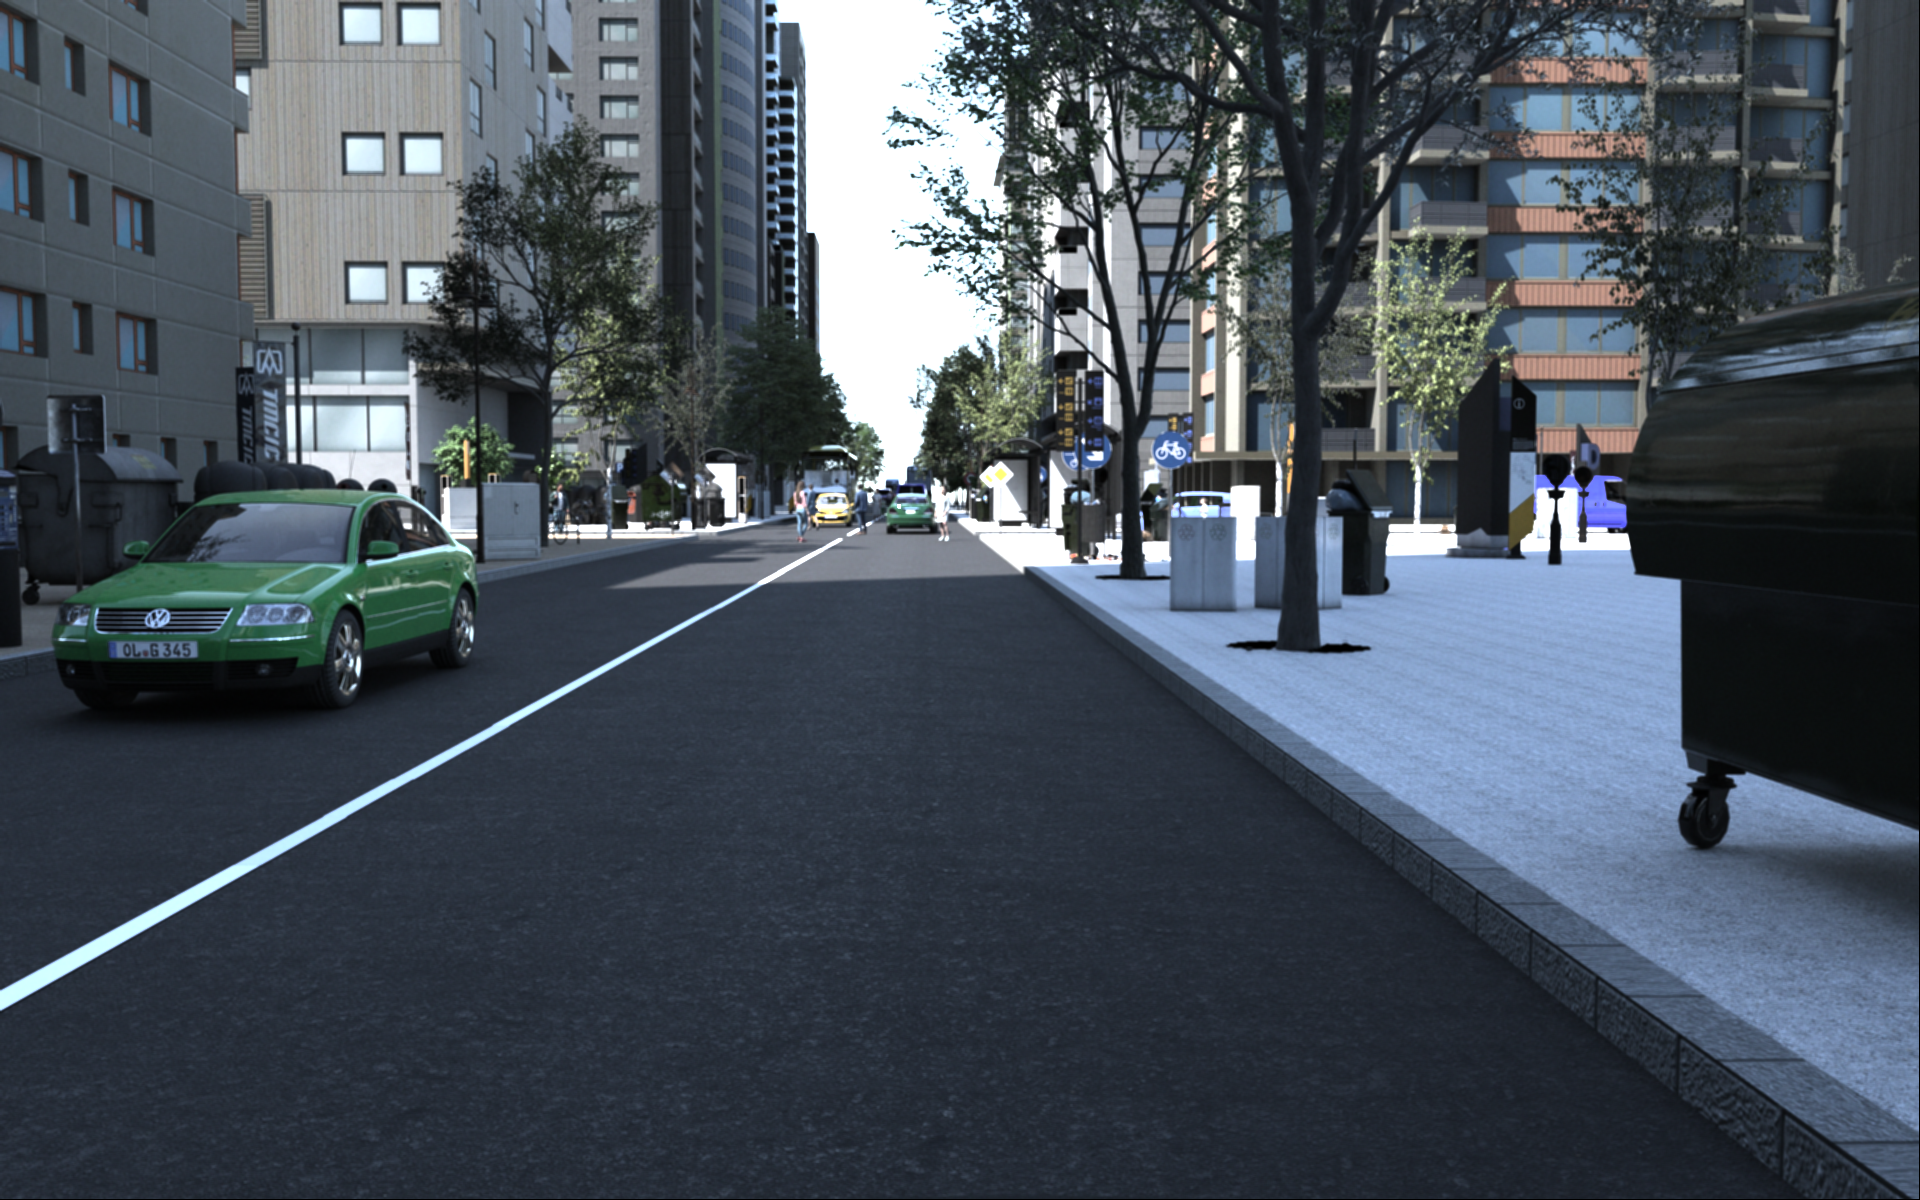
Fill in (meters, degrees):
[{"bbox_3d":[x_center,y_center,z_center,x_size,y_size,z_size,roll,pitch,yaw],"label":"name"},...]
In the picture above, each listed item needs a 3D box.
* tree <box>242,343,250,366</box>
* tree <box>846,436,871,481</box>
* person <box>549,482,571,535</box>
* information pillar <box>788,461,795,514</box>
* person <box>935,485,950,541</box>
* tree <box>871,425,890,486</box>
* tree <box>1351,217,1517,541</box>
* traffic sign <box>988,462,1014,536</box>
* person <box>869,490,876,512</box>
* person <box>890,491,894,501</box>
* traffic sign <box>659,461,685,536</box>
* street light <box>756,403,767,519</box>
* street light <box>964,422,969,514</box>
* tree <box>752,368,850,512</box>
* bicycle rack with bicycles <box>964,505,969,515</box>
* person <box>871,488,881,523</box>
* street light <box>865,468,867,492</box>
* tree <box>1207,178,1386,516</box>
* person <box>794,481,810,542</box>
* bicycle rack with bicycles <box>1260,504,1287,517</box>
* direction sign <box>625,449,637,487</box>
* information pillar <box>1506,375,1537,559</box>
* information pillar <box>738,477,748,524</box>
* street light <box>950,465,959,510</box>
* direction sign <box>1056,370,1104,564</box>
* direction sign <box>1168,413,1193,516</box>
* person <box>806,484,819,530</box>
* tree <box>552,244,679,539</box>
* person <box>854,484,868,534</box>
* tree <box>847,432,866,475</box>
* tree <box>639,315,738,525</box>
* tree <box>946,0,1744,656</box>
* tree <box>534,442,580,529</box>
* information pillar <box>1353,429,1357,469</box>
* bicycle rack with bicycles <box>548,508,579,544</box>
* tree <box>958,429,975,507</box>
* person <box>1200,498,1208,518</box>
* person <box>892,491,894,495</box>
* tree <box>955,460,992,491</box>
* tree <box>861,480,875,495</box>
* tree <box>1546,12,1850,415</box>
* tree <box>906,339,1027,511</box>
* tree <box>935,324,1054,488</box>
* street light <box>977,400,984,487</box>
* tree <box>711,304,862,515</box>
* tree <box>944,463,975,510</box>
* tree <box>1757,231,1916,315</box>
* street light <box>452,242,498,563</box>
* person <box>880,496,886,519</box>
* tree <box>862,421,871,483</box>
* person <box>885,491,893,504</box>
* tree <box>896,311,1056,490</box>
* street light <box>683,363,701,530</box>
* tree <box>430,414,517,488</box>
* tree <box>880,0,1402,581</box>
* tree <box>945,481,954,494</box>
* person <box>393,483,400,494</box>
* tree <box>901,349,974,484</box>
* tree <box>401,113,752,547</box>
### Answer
[{"bbox_3d":[-29.635,-7.205,68.160,4.737,8.622,4.395,0,3,0],"label":"tree"},{"bbox_3d":[-13.153,-16.065,213.029,4.737,8.622,4.395,0,3,0],"label":"tree"},{"bbox_3d":[-13.259,-3.002,57.570,0.794,1.824,0.713,-1,4,-15],"label":"person"},{"bbox_3d":[-10.754,-7.293,110.594,0.183,3.616,0.504,3,5,45],"label":"information pillar"},{"bbox_3d":[-0.512,-2.693,53.527,0.512,1.701,0.522,2,4,26],"label":"person"},{"bbox_3d":[-14.369,-21.262,265.758,7.486,12.596,7.792,0,3,0],"label":"tree"},{"bbox_3d":[12.731,-5.915,47.075,4.737,8.622,4.395,0,3,0],"label":"tree"},{"bbox_3d":[1.254,-3.046,53.448,0.795,2.450,0.064,0,4,-1],"label":"traffic sign"},{"bbox_3d":[-6.981,-7.956,139.030,0.568,1.767,0.683,0,4,-1],"label":"person"},{"bbox_3d":[-7.438,-10.771,185.161,0.990,1.755,0.434,-2,4,-30],"label":"person"},{"bbox_3d":[-8.839,-3.034,53.254,0.795,2.450,0.064,0,4,-1],"label":"traffic sign"},{"bbox_3d":[-10.024,-7.026,87.667,0.468,5.910,1.993,0,4,-1],"label":"street light"},{"bbox_3d":[0.466,-8.350,109.307,0.468,5.910,1.993,0,4,-1],"label":"street light"},{"bbox_3d":[-11.631,-11.442,121.481,8.767,10.594,7.601,-3,4,-36],"label":"tree"},{"bbox_3d":[1.718,-5.727,107.025,2.925,0.926,2.852,0,4,-4],"label":"bicycle rack with bicycles"},{"bbox_3d":[-4.217,-4.763,86.952,0.480,1.755,0.524,1,4,10],"label":"person"},{"bbox_3d":[-13.416,-16.819,247.785,0.468,5.910,1.993,0,4,-1],"label":"street light"},{"bbox_3d":[7.883,-5.562,41.302,4.360,8.622,3.978,0,3,0],"label":"tree"},{"bbox_3d":[-4.698,-2.639,51.651,0.555,1.821,0.388,2,4,35],"label":"person"},{"bbox_3d":[11.884,-2.971,61.963,2.852,0.926,2.925,0,4,-4],"label":"bicycle rack with bicycles"},{"bbox_3d":[-16.396,-5.776,86.440,0.876,3.537,0.379,3,5,42],"label":"direction sign"},{"bbox_3d":[11.083,-2.619,34.172,0.504,3.616,0.183,0,4,4],"label":"information pillar"},{"bbox_3d":[-9.263,-4.246,73.912,0.304,2.012,0.304,1,4,13],"label":"information pillar"},{"bbox_3d":[-0.544,-11.361,158.539,0.468,5.910,1.993,0,4,-1],"label":"street light"},{"bbox_3d":[2.201,-2.437,31.837,0.876,3.537,0.379,0,4,-3],"label":"direction sign"},{"bbox_3d":[6.162,-3.454,48.474,0.379,3.537,0.876,-3,5,-44],"label":"direction sign"},{"bbox_3d":[-5.857,-3.673,68.574,0.581,1.822,0.654,-3,4,-39],"label":"person"},{"bbox_3d":[-10.101,-6.087,49.891,4.737,8.622,4.395,0,3,0],"label":"tree"},{"bbox_3d":[-3.502,-3.240,61.656,0.419,1.800,0.721,3,5,40],"label":"person"},{"bbox_3d":[-12.938,-15.595,205.345,4.360,8.622,3.978,0,3,0],"label":"tree"},{"bbox_3d":[-10.862,-7.342,70.406,4.360,8.622,3.978,0,3,0],"label":"tree"},{"bbox_3d":[2.904,-6.325,13.785,12.009,13.543,11.850,0,3,0],"label":"tree"},{"bbox_3d":[-14.921,-4.261,64.262,1.663,3.219,1.824,0,3,0],"label":"tree"},{"bbox_3d":[14.125,-4.317,61.942,0.183,3.616,0.504,1,4,17],"label":"information pillar"},{"bbox_3d":[-11.048,-1.859,43.777,2.852,0.926,2.925,1,4,14],"label":"bicycle rack with bicycles"},{"bbox_3d":[0.499,-13.367,168.909,4.360,8.622,3.978,0,3,0],"label":"tree"},{"bbox_3d":[7.942,-2.675,56.510,0.394,1.301,0.425,-2,4,-29],"label":"person"},{"bbox_3d":[-7.239,-11.006,189.185,0.721,1.736,1.217,0,4,-4],"label":"person"},{"bbox_3d":[1.099,-6.233,96.507,1.663,3.219,1.824,0,3,0],"label":"tree"},{"bbox_3d":[-14.936,-17.794,285.528,1.663,3.219,1.824,0,3,0],"label":"tree"},{"bbox_3d":[11.072,-4.659,26.545,4.360,8.622,3.978,0,3,0],"label":"tree"},{"bbox_3d":[0.745,-12.913,128.129,9.611,12.733,9.660,0,3,0],"label":"tree"},{"bbox_3d":[2.038,-7.611,74.810,4.737,8.622,4.395,0,3,0],"label":"tree"},{"bbox_3d":[1.047,-6.740,82.992,0.468,5.910,1.993,0,4,-1],"label":"street light"},{"bbox_3d":[-10.933,-11.367,103.975,7.486,12.596,7.792,0,3,0],"label":"tree"},{"bbox_3d":[0.259,-9.537,139.649,4.285,4.588,4.351,0,3,0],"label":"tree"},{"bbox_3d":[26.417,-6.145,50.830,4.360,8.622,3.978,0,3,0],"label":"tree"},{"bbox_3d":[-8.914,-3.622,32.006,0.468,5.910,1.993,0,4,-1],"label":"street light"},{"bbox_3d":[-4.512,-5.426,101.464,0.306,1.304,0.590,-1,4,-18],"label":"person"},{"bbox_3d":[-11.693,-13.080,131.992,7.486,12.596,7.792,0,3,0],"label":"tree"},{"bbox_3d":[-6.051,-8.568,149.526,0.756,1.711,0.436,3,5,41],"label":"person"},{"bbox_3d":[0.946,-9.444,88.830,8.767,10.594,7.601,-1,4,-11],"label":"tree"},{"bbox_3d":[-9.482,-5.420,61.398,0.468,5.910,1.993,0,4,-1],"label":"street light"},{"bbox_3d":[-19.971,-5.348,71.159,4.285,4.588,4.351,0,3,0],"label":"tree"},{"bbox_3d":[2.664,-6.128,25.948,9.928,11.665,9.643,0,3,0],"label":"tree"},{"bbox_3d":[-1.094,-11.418,181.282,1.663,3.219,1.824,0,3,0],"label":"tree"},{"bbox_3d":[-17.994,-2.835,55.034,0.511,1.800,0.466,-1,4,-16],"label":"person"},{"bbox_3d":[-0.506,-22.444,222.846,12.611,20.169,13.585,0,3,0],"label":"tree"},{"bbox_3d":[-9.824,-6.574,41.900,7.601,10.594,8.767,-1,4,-19],"label":"tree"}]
